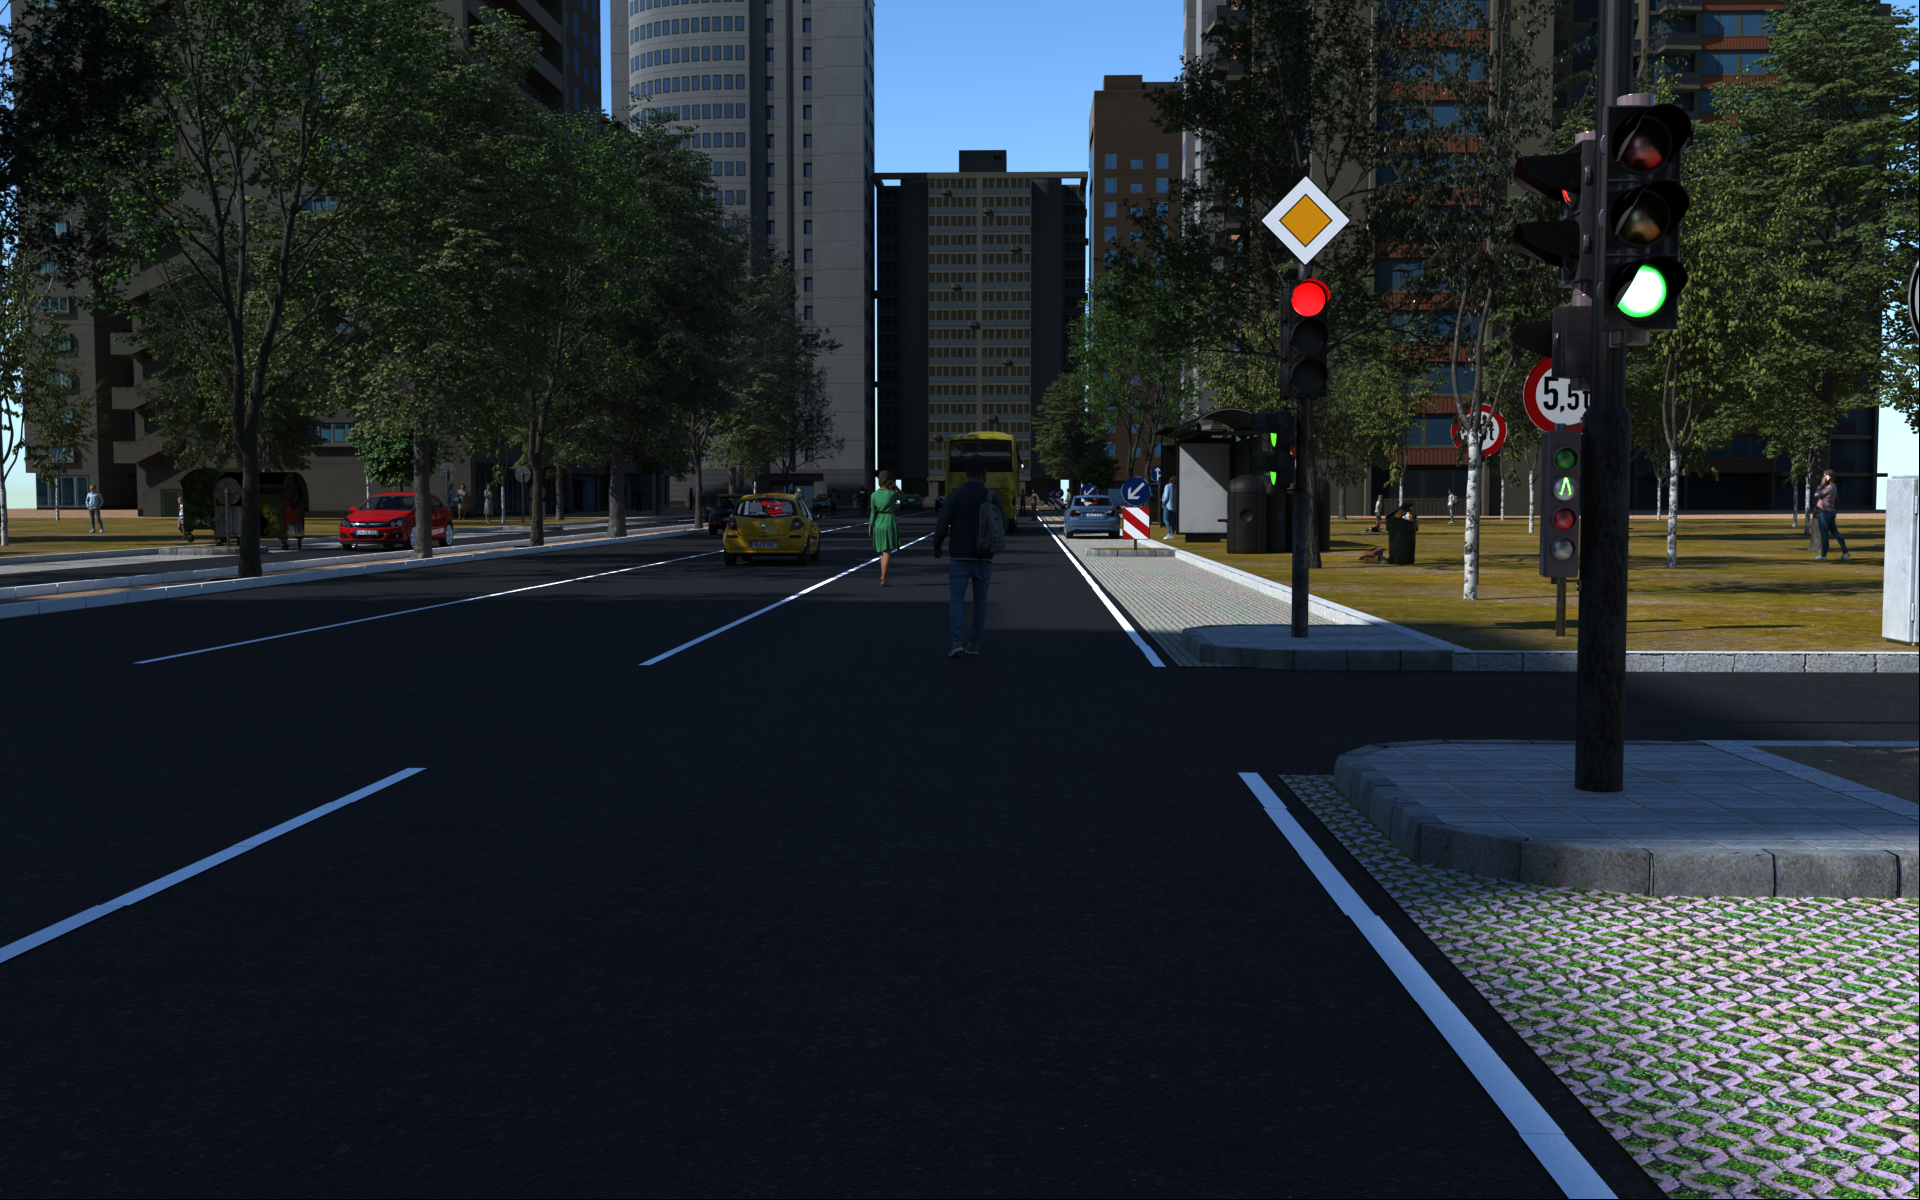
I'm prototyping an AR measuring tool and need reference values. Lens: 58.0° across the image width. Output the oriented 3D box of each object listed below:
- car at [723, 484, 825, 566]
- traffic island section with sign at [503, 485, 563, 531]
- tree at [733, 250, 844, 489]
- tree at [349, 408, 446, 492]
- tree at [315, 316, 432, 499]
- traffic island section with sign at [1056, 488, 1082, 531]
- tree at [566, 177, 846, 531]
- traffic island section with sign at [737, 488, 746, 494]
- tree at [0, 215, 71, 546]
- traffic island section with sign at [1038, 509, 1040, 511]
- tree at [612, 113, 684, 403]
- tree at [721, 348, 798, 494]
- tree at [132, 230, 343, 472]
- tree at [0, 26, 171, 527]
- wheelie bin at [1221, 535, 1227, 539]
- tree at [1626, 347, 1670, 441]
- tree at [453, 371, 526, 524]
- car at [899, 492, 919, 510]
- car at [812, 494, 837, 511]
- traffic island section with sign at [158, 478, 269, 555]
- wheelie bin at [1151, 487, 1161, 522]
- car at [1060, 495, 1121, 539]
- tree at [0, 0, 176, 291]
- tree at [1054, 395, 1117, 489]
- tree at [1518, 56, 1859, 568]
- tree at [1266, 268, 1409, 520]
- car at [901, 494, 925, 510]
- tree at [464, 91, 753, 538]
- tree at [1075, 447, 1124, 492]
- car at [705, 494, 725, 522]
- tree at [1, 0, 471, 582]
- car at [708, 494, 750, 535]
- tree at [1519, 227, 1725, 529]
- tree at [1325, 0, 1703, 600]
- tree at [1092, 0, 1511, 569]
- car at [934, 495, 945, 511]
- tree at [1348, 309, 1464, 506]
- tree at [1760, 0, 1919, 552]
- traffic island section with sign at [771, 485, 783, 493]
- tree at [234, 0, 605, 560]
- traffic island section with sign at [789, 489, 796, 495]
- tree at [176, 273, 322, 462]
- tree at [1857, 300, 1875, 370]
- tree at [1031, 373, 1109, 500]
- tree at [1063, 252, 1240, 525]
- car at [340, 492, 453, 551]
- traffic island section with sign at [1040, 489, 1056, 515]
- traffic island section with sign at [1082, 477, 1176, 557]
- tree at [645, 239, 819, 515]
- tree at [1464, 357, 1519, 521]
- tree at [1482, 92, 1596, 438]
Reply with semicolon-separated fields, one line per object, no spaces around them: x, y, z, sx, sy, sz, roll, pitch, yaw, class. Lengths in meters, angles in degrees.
-3.870;-1.584;36.126;2.015;1.641;3.980;0;4;0;car
-16.752;-3.644;68.200;1.989;1.847;2.006;0;4;2;traffic island section with sign
-15.684;-16.995;133.751;12.611;20.169;13.585;0;3;0;tree
-20.346;-4.833;62.735;4.285;4.588;4.351;0;3;0;tree
-23.449;-7.269;69.207;4.360;8.622;3.978;0;3;0;tree
4.855;-3.578;67.135;1.989;1.847;2.006;0;4;2;traffic island section with sign
-10.153;-9.427;66.957;12.009;13.543;11.850;0;3;0;tree
-15.002;-6.746;118.921;1.989;1.847;2.006;0;4;2;traffic island section with sign
-23.687;-5.640;42.569;4.737;8.622;4.395;0;3;0;tree
7.508;-8.312;144.534;1.989;1.847;2.006;0;4;2;traffic island section with sign
-11.183;-7.187;45.728;9.928;11.665;9.643;0;3;0;tree
-9.847;-7.965;83.044;4.360;8.622;3.978;0;3;0;tree
-34.901;-10.854;84.117;9.857;13.997;8.962;0;3;0;tree
-36.416;-12.983;68.162;12.611;20.169;13.585;0;3;0;tree
7.646;-2.549;49.588;0.980;1.594;0.693;-3;5;-44;wheelie bin
27.099;-8.632;75.551;7.601;10.594;8.767;0;4;-4;tree
-19.855;-7.571;74.156;4.737;8.622;4.395;0;3;0;tree
-4.594;-9.333;161.388;1.959;1.807;4.718;0;4;4;car
-11.506;-8.314;147.728;2.131;1.459;4.920;0;4;1;car
-17.667;-1.996;41.260;1.989;1.847;2.006;0;4;2;traffic island section with sign
8.928;-4.374;79.421;0.693;1.594;0.980;2;4;27;wheelie bin
4.292;-2.726;56.576;2.014;1.417;4.499;0;4;2;car
-12.227;-4.977;18.250;8.767;10.594;7.601;0;4;2;tree
9.816;-11.223;133.862;4.360;8.622;3.978;0;3;0;tree
12.648;-4.864;29.890;4.737;8.622;4.395;0;3;0;tree
18.695;-10.271;86.062;7.486;12.596;7.792;0;3;0;tree
-4.225;-8.749;154.846;2.131;1.459;4.920;0;4;2;car
-11.169;-8.981;55.959;9.857;13.997;8.962;0;3;0;tree
9.649;-8.362;120.431;4.285;4.588;4.351;0;3;0;tree
-12.016;-4.840;88.924;2.009;1.686;4.222;0;4;1;car
-11.634;-6.113;28.152;9.928;11.665;9.643;0;3;0;tree
-7.931;-3.224;62.495;2.009;1.686;4.222;0;4;3;car
23.911;-8.404;63.165;9.928;11.665;9.643;0;3;0;tree
6.435;-4.308;20.795;4.360;8.622;3.978;0;3;0;tree
5.765;-5.822;29.610;7.601;10.594;8.767;0;4;-3;tree
-1.228;-8.125;145.420;1.945;1.354;3.894;0;4;1;car
17.206;-7.213;68.302;4.737;8.622;4.395;0;3;0;tree
19.493;-7.338;38.108;7.486;12.596;7.792;0;3;0;tree
-9.676;-5.057;90.825;2.006;1.907;1.989;0;4;2;traffic island section with sign
-11.523;-7.115;36.915;7.486;12.596;7.792;0;3;0;tree
-14.075;-8.393;145.860;1.989;1.847;2.006;0;4;2;traffic island section with sign
-23.217;-6.520;56.965;4.737;8.622;4.395;0;3;0;tree
27.365;-6.476;56.240;4.737;8.622;4.395;0;3;0;tree
9.999;-14.941;162.407;7.486;12.596;7.792;0;3;0;tree
8.005;-8.962;72.287;9.928;11.665;9.643;0;3;0;tree
-14.629;-2.203;45.055;2.155;1.783;4.494;0;4;2;car
6.568;-6.643;117.240;1.989;1.847;2.006;0;4;2;traffic island section with sign
3.919;-1.927;40.130;1.989;1.847;2.006;0;4;2;traffic island section with sign
-10.185;-9.562;76.920;7.486;12.596;7.792;0;3;0;tree
26.524;-8.152;83.645;4.737;8.622;4.395;0;3;0;tree
18.147;-7.965;48.359;7.486;12.596;7.792;0;3;0;tree
